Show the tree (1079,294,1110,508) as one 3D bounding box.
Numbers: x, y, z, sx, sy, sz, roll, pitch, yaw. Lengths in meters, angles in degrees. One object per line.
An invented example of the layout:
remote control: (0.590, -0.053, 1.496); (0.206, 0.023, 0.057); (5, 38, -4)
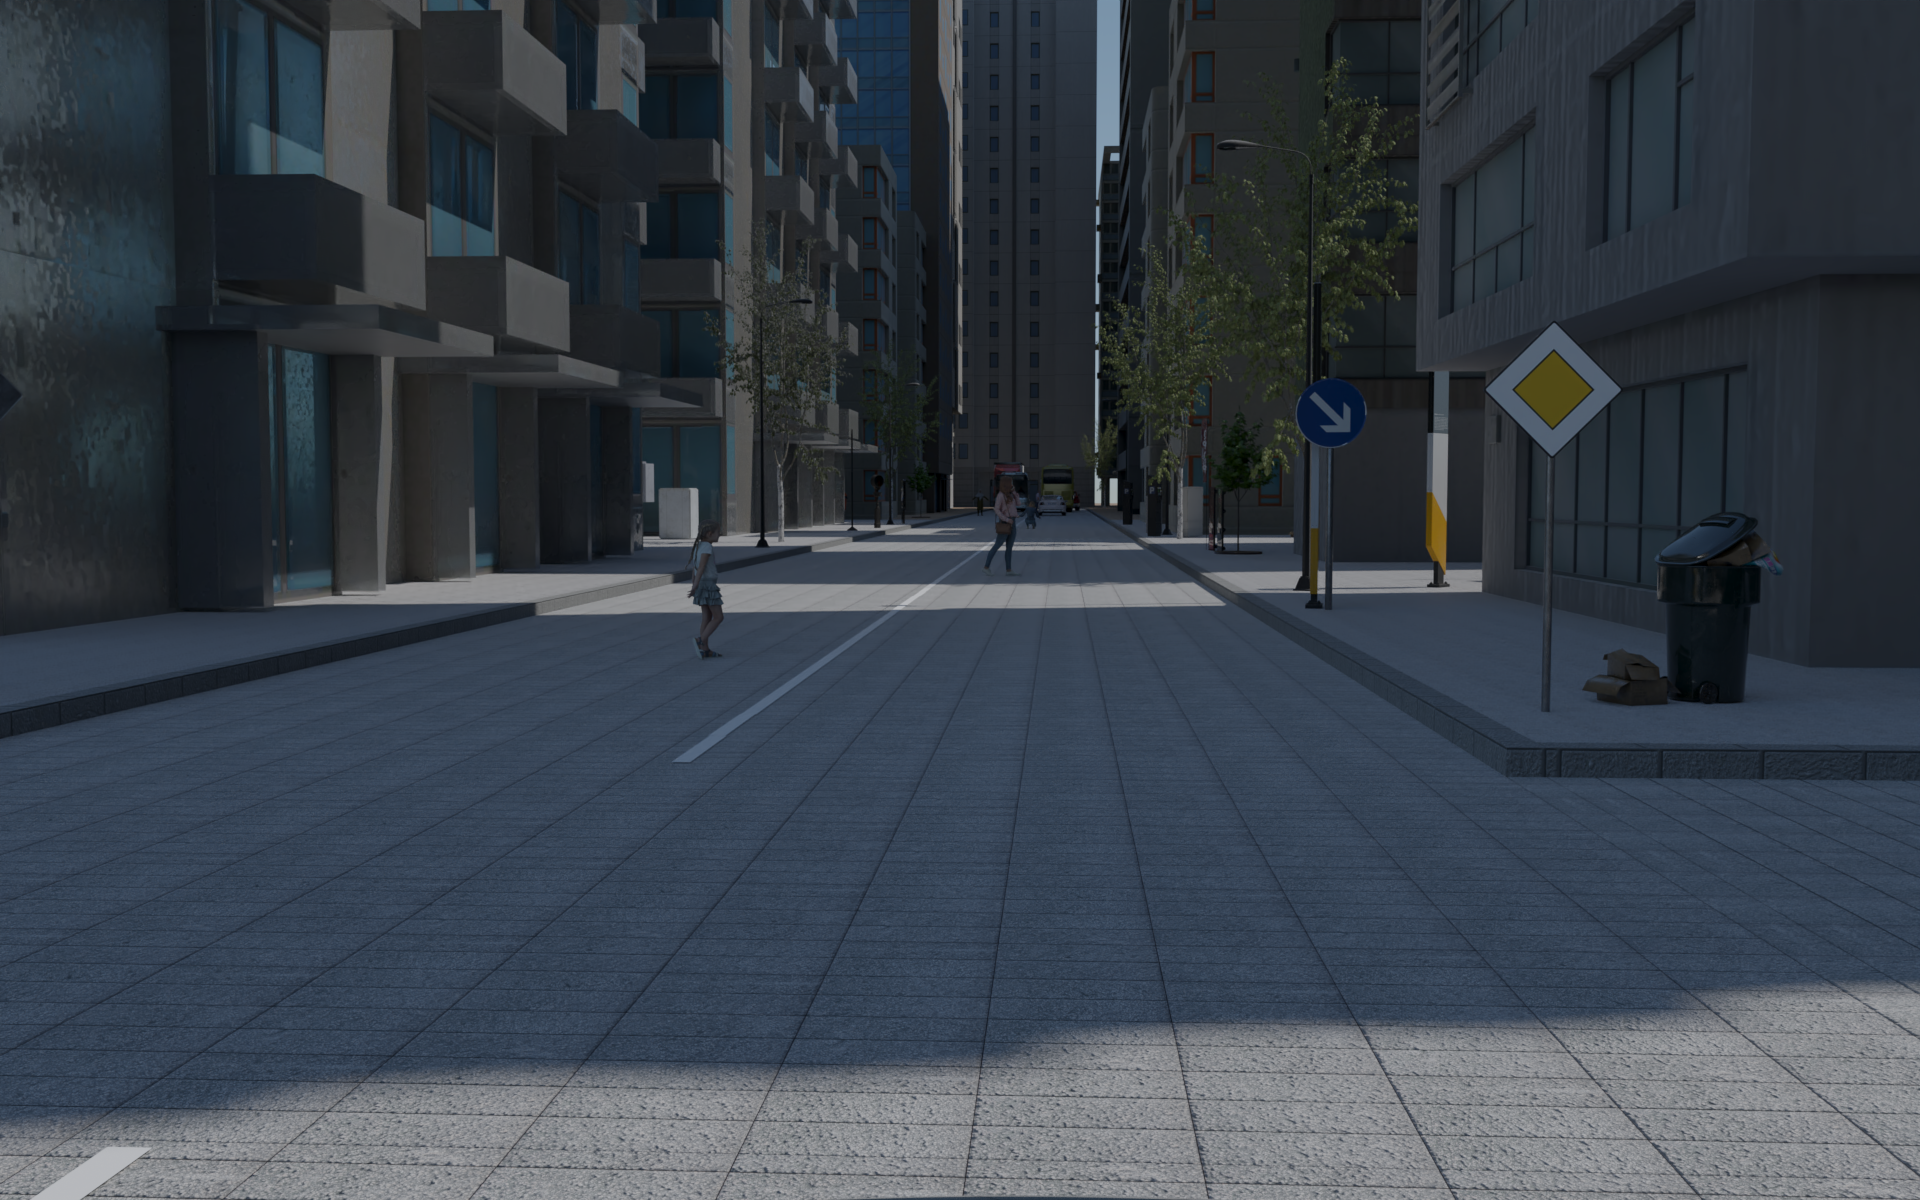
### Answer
tree: (6.036, -6.045, 49.205); (4.737, 8.622, 4.395); (0, 3, 0)

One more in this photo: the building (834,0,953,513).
building: (-7.883, -28.840, 121.640); (14.600, 45.320, 14.200); (0, 4, 3)

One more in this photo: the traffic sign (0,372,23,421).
traffic sign: (-6.178, -0.433, 10.726); (0.795, 2.450, 0.064); (0, 4, 3)

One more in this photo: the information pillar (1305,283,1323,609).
information pillar: (4.011, -1.722, 19.504); (0.183, 3.616, 0.504); (1, 4, 13)

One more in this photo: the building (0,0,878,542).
building: (-15.834, -27.193, 64.221); (23.786, 49.044, 30.456); (0, 4, 3)

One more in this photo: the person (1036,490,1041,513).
person: (5.551, -6.877, 121.875); (0.436, 1.711, 0.756); (0, 4, 2)

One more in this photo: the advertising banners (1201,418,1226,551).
advertising banners: (5.728, -2.635, 39.269); (0.090, 3.025, 2.074); (0, 4, -6)

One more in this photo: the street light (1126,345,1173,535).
street light: (5.945, -4.989, 54.114); (1.470, 5.913, 1.316); (0, 4, 3)

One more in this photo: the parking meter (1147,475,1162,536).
parking meter: (5.918, -2.870, 52.637); (0.399, 1.863, 0.255); (3, 5, 43)

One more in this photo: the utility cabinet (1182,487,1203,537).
utility cabinet: (6.851, -2.618, 51.487); (0.318, 1.500, 1.173); (2, 4, 30)

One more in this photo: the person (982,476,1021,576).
person: (0.729, -1.301, 30.357); (0.643, 1.750, 0.593); (2, 4, 26)

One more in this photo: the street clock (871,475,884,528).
street clock: (-3.115, -3.713, 65.269); (0.471, 2.002, 0.358); (-3, 4, -37)

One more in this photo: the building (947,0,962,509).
building: (-13.512, -34.103, 146.828); (27.495, 52.752, 28.713); (0, 4, 3)

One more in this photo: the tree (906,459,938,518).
tree: (-2.251, -6.082, 94.048); (1.663, 3.219, 1.824); (0, 3, 0)

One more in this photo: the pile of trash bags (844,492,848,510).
pile of trash bags: (-7.169, -4.596, 84.897); (3.447, 1.369, 1.912); (1, 4, 11)

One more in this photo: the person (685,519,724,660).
person: (-2.279, -0.100, 15.151); (0.382, 1.210, 0.505); (-2, 4, -29)

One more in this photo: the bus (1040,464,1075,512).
bus: (7.848, -9.047, 139.461); (2.896, 3.916, 12.252); (0, 4, 3)

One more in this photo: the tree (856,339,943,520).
tree: (-3.092, -8.121, 83.148); (4.737, 8.622, 4.395); (0, 3, 0)

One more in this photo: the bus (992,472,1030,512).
bus: (4.292, -8.913, 140.582); (2.948, 3.499, 13.247); (0, 4, 3)

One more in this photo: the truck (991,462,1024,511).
truck: (4.341, -10.126, 154.471); (2.839, 4.237, 11.283); (0, 4, 3)

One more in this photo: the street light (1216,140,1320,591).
street light: (4.062, -3.079, 22.878); (1.470, 5.913, 1.316); (0, 4, 3)

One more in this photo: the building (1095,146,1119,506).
building: (26.477, -30.076, 183.623); (23.993, 40.220, 32.217); (0, 4, 3)

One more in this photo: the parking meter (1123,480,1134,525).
parking meter: (7.027, -4.080, 72.417); (0.399, 1.863, 0.255); (2, 4, 32)

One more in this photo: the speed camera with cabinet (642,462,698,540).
speed camera with cabinet: (-8.486, -3.357, 49.228); (2.038, 3.252, 0.660); (1, 4, 16)

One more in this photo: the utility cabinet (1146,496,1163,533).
utility cabinet: (6.372, -2.792, 56.817); (0.306, 1.237, 1.020); (-1, 4, -9)

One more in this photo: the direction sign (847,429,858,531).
direction sign: (-3.787, -4.207, 60.778); (0.379, 3.537, 0.876); (0, 4, -5)

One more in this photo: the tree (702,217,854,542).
tree: (-4.786, -5.856, 46.103); (4.360, 8.622, 3.978); (0, 3, 0)

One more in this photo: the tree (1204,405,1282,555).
tree: (5.860, -2.593, 37.000); (1.663, 3.219, 1.824); (0, 3, 0)

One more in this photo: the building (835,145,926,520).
building: (-16.880, -15.666, 101.182); (27.650, 21.520, 28.899); (0, 4, 3)

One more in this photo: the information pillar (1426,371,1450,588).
information pillar: (6.543, -1.979, 23.706); (0.183, 3.616, 0.504); (3, 5, 40)

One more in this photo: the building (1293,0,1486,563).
building: (14.323, -16.295, 38.117); (14.160, 30.474, 14.107); (0, 4, 3)

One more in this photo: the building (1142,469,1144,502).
building: (20.916, -40.158, 94.830); (20.563, 71.187, 20.611); (0, 4, 3)

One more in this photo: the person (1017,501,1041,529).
person: (2.831, -3.509, 71.376); (1.012, 1.151, 0.738); (0, 4, 4)

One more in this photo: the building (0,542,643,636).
building: (-17.528, -24.848, 25.871); (23.786, 49.044, 30.456); (0, 4, 3)

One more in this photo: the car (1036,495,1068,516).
car: (6.135, -6.300, 115.367); (2.083, 1.381, 4.827); (0, 4, 3)

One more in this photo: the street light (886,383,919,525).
street light: (-2.391, -6.117, 72.558); (1.470, 5.913, 1.316); (0, 4, 3)

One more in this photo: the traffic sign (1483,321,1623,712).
traffic sign: (3.449, -0.398, 10.146); (0.795, 2.450, 0.064); (0, 4, 3)

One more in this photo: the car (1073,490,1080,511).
car: (9.256, -8.596, 149.223); (2.281, 1.827, 5.304); (0, 4, 2)

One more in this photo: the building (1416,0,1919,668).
building: (12.425, -20.230, 14.358); (14.086, 41.232, 14.154); (0, 4, 3)

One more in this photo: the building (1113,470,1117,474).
building: (24.895, -32.005, 142.896); (23.786, 49.044, 30.456); (0, 4, 3)

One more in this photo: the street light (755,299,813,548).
street light: (-4.201, -4.209, 41.355); (1.470, 5.913, 1.316); (0, 4, 3)

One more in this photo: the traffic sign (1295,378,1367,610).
traffic sign: (4.087, -1.164, 19.130); (0.768, 2.556, 0.104); (1, 4, 13)

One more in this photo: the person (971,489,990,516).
person: (1.328, -6.347, 113.010); (1.217, 1.736, 0.721); (-1, 4, -10)

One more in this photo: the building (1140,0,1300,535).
building: (21.621, -13.604, 67.463); (27.650, 21.520, 28.899); (0, 4, 3)

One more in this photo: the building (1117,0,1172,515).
building: (21.779, -30.174, 117.050); (21.300, 48.544, 21.600); (0, 4, 3)

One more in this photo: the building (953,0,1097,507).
building: (-0.096, -39.011, 179.828); (28.212, 58.520, 21.231); (0, 4, 3)

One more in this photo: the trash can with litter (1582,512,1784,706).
trash can with litter: (4.432, 0.046, 10.640); (1.055, 1.170, 0.624); (-1, 4, -18)

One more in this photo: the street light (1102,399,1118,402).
street light: (7.631, -6.874, 84.924); (1.470, 5.913, 1.316); (0, 4, 3)

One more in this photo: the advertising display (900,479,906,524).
advertising display: (-2.463, -4.269, 75.017); (0.123, 1.923, 0.974); (-1, 4, -8)

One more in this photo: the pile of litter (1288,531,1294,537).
pile of litter: (10.311, -2.295, 51.492); (1.176, 0.858, 1.719); (2, 4, 33)

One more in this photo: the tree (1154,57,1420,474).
tree: (5.669, -4.811, 29.024); (4.737, 8.622, 4.395); (0, 3, 0)
